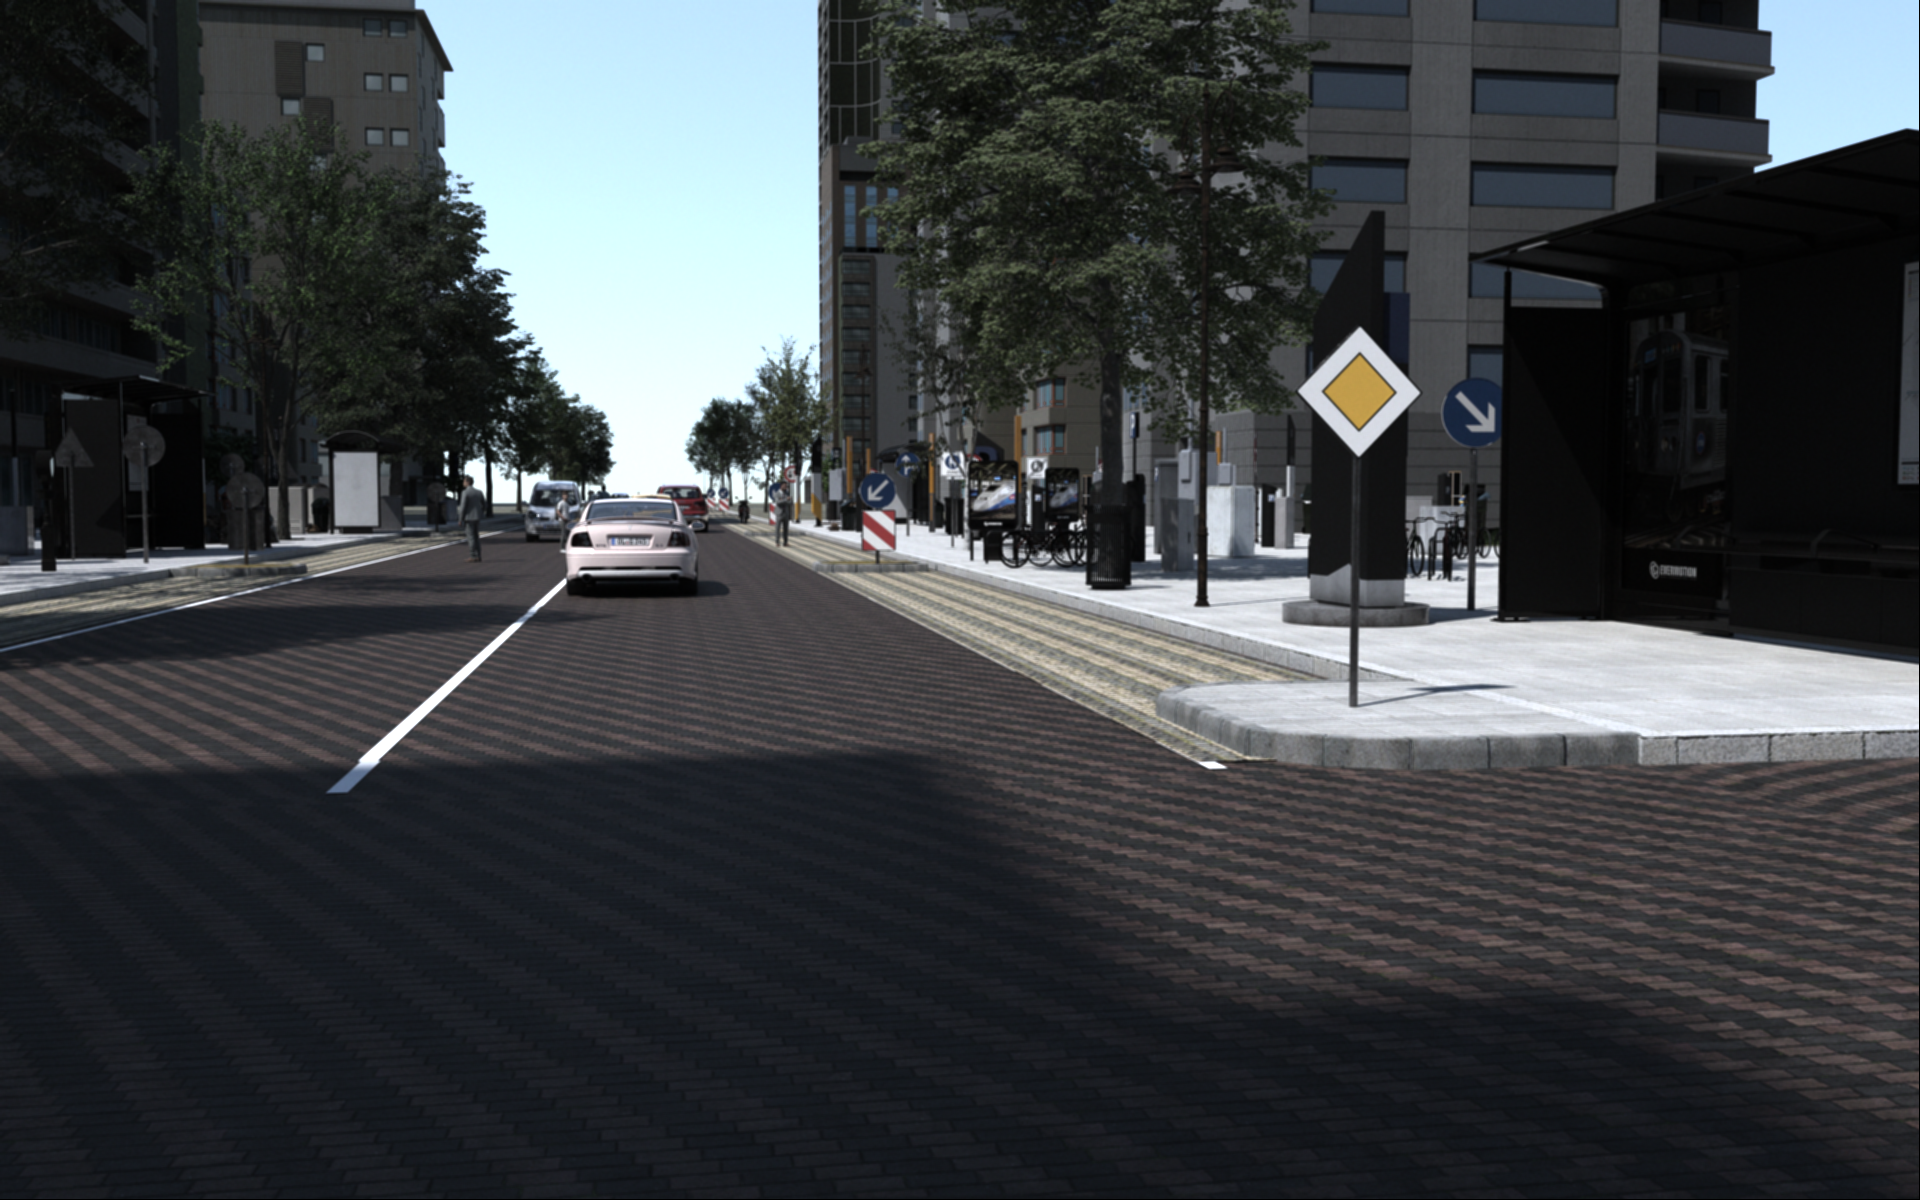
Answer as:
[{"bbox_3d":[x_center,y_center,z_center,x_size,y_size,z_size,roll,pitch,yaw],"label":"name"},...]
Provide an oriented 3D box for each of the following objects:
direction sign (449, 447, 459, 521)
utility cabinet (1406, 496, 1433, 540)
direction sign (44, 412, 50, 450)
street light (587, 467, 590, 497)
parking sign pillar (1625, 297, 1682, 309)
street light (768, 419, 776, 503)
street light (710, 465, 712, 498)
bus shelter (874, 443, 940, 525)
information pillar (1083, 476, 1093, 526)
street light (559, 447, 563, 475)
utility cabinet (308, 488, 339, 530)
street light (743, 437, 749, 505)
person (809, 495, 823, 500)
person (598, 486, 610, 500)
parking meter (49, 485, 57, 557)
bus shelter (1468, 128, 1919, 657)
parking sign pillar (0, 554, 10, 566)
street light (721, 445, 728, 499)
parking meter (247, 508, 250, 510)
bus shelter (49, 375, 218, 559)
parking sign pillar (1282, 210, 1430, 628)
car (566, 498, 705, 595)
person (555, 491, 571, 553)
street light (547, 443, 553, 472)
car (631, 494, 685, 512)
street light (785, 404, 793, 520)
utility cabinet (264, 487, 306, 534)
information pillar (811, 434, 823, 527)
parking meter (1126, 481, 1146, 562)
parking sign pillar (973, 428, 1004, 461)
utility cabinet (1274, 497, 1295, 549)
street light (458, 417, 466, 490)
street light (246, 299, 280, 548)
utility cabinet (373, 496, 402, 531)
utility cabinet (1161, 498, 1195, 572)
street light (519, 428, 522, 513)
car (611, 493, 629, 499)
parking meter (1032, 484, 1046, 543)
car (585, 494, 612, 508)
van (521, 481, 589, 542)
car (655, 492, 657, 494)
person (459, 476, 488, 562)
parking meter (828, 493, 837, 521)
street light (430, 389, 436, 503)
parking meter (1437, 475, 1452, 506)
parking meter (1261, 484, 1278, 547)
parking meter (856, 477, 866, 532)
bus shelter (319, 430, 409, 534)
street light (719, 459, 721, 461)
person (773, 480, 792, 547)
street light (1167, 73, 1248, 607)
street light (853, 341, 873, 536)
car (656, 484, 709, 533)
[{"bbox_3d":[-23.925,-5.497,81.880,0.379,3.537,0.876,-3,5,-44],"label":"direction sign"},{"bbox_3d":[12.641,-2.274,48.343,1.020,1.237,0.306,-1,4,-11],"label":"utility cabinet"},{"bbox_3d":[-24.921,-3.409,47.741,0.876,3.537,0.379,2,4,31],"label":"direction sign"},{"bbox_3d":[-49.400,-15.770,230.631,0.468,5.910,1.993,-1,4,-10],"label":"street light"},{"bbox_3d":[7.782,-1.909,19.681,1.447,3.967,1.447,-1,4,-17],"label":"parking sign pillar"},{"bbox_3d":[-10.198,-7.453,94.643,0.468,5.910,1.993,-1,4,-10],"label":"street light"},{"bbox_3d":[-30.078,-14.469,209.352,0.468,5.910,1.993,-1,4,-10],"label":"street light"},{"bbox_3d":[-2.197,-4.739,71.407,2.014,3.302,5.546,-1,4,-10],"label":"bus shelter"},{"bbox_3d":[5.080,-3.941,68.924,0.304,2.012,0.304,-1,4,-20],"label":"information pillar"},{"bbox_3d":[-38.171,-11.795,165.641,0.468,5.910,1.993,-1,4,-10],"label":"street light"},{"bbox_3d":[-22.500,-3.219,61.313,0.318,1.500,1.173,2,4,31],"label":"utility cabinet"},{"bbox_3d":[-15.773,-9.459,127.449,0.468,5.910,1.993,-1,4,-10],"label":"street light"},{"bbox_3d":[-13.786,-9.590,165.302,1.348,1.823,0.705,0,4,6],"label":"person"},{"bbox_3d":[-16.327,-4.344,79.538,0.620,1.820,0.660,3,5,39],"label":"person"},{"bbox_3d":[-18.420,-1.820,35.471,0.399,1.863,0.255,1,4,20],"label":"parking meter"},{"bbox_3d":[6.403,-1.413,14.386,1.731,3.624,6.357,-1,4,-10],"label":"bus shelter"},{"bbox_3d":[-17.835,-2.595,30.901,1.447,3.967,1.447,0,4,0],"label":"parking sign pillar"},{"bbox_3d":[-21.489,-11.439,159.815,0.468,5.910,1.993,-1,4,-10],"label":"street light"},{"bbox_3d":[-27.885,-3.618,67.567,0.372,1.533,0.369,0,3,0],"label":"parking meter"},{"bbox_3d":[-17.550,-2.804,37.133,1.731,3.624,6.357,-1,4,-10],"label":"bus shelter"},{"bbox_3d":[3.959,-1.759,17.227,1.447,3.967,1.447,-1,4,-13],"label":"parking sign pillar"},{"bbox_3d":[-4.877,-0.833,25.987,2.083,1.381,4.827,-1,4,-9],"label":"car"},{"bbox_3d":[-9.597,-1.899,42.147,0.523,1.515,0.503,-1,4,-13],"label":"person"},{"bbox_3d":[-35.498,-10.835,149.934,0.468,5.910,1.993,-1,4,-10],"label":"street light"},{"bbox_3d":[-9.288,-2.564,52.147,2.015,1.641,3.980,-1,4,-11],"label":"car"},{"bbox_3d":[-8.279,-6.816,84.233,0.468,5.910,1.993,-1,4,-10],"label":"street light"},{"bbox_3d":[-21.450,-2.835,55.028,1.173,1.500,0.318,0,4,-1],"label":"utility cabinet"},{"bbox_3d":[-5.611,-4.681,67.892,0.183,3.616,0.504,3,5,40],"label":"information pillar"},{"bbox_3d":[3.318,-1.487,32.716,0.372,1.533,0.369,0,3,0],"label":"parking meter"},{"bbox_3d":[1.111,-5.011,70.398,1.447,3.967,1.447,1,4,21],"label":"parking sign pillar"},{"bbox_3d":[7.640,-1.813,40.809,0.306,1.237,1.020,1,4,21],"label":"utility cabinet"},{"bbox_3d":[-24.090,-6.802,84.007,0.468,5.910,1.993,-1,4,-10],"label":"street light"},{"bbox_3d":[-16.536,-4.186,41.221,0.468,5.910,1.993,-1,4,-10],"label":"street light"},{"bbox_3d":[-20.289,-3.063,61.248,1.020,1.237,0.306,-2,4,-35],"label":"utility cabinet"},{"bbox_3d":[3.651,-1.088,28.951,0.306,1.237,1.020,2,4,23],"label":"utility cabinet"},{"bbox_3d":[-29.795,-8.843,117.370,0.468,5.910,1.993,-1,4,-10],"label":"street light"},{"bbox_3d":[-25.877,-7.475,131.802,1.945,1.707,3.694,0,4,-8],"label":"car"},{"bbox_3d":[2.061,-2.252,45.224,0.372,1.533,0.369,0,3,0],"label":"parking meter"},{"bbox_3d":[-21.909,-5.829,105.522,2.015,1.641,3.980,-1,4,-8],"label":"car"},{"bbox_3d":[-12.393,-2.818,53.088,2.013,2.044,4.112,-1,4,-11],"label":"van"},{"bbox_3d":[-34.832,-11.560,198.601,1.945,1.707,3.694,-1,4,-12],"label":"car"},{"bbox_3d":[-10.298,-1.711,36.569,0.391,1.810,0.635,2,4,24],"label":"person"},{"bbox_3d":[-6.175,-4.777,83.814,0.399,1.863,0.255,2,4,33],"label":"parking meter"},{"bbox_3d":[-22.216,-6.139,73.166,0.468,5.910,1.993,-1,4,-10],"label":"street light"},{"bbox_3d":[14.579,-2.839,52.134,0.399,1.863,0.255,-3,5,-39],"label":"parking meter"},{"bbox_3d":[7.479,-2.046,41.863,0.372,1.533,0.369,0,3,0],"label":"parking meter"},{"bbox_3d":[-3.327,-3.234,58.590,0.399,1.863,0.255,0,4,0],"label":"parking meter"},{"bbox_3d":[-19.749,-3.899,57.680,2.014,3.302,5.546,-1,4,-10],"label":"bus shelter"},{"bbox_3d":[-24.384,-12.507,177.278,0.468,5.910,1.993,-1,4,-10],"label":"street light"},{"bbox_3d":[-4.753,-2.326,46.709,0.466,1.800,0.511,3,5,44],"label":"person"},{"bbox_3d":[2.766,-2.864,19.610,0.468,5.910,1.993,-1,4,-10],"label":"street light"},{"bbox_3d":[-2.916,-4.859,52.234,0.468,5.910,1.993,-1,4,-10],"label":"street light"},{"bbox_3d":[-10.693,-3.495,65.817,2.281,1.827,5.304,-1,4,-12],"label":"car"}]
